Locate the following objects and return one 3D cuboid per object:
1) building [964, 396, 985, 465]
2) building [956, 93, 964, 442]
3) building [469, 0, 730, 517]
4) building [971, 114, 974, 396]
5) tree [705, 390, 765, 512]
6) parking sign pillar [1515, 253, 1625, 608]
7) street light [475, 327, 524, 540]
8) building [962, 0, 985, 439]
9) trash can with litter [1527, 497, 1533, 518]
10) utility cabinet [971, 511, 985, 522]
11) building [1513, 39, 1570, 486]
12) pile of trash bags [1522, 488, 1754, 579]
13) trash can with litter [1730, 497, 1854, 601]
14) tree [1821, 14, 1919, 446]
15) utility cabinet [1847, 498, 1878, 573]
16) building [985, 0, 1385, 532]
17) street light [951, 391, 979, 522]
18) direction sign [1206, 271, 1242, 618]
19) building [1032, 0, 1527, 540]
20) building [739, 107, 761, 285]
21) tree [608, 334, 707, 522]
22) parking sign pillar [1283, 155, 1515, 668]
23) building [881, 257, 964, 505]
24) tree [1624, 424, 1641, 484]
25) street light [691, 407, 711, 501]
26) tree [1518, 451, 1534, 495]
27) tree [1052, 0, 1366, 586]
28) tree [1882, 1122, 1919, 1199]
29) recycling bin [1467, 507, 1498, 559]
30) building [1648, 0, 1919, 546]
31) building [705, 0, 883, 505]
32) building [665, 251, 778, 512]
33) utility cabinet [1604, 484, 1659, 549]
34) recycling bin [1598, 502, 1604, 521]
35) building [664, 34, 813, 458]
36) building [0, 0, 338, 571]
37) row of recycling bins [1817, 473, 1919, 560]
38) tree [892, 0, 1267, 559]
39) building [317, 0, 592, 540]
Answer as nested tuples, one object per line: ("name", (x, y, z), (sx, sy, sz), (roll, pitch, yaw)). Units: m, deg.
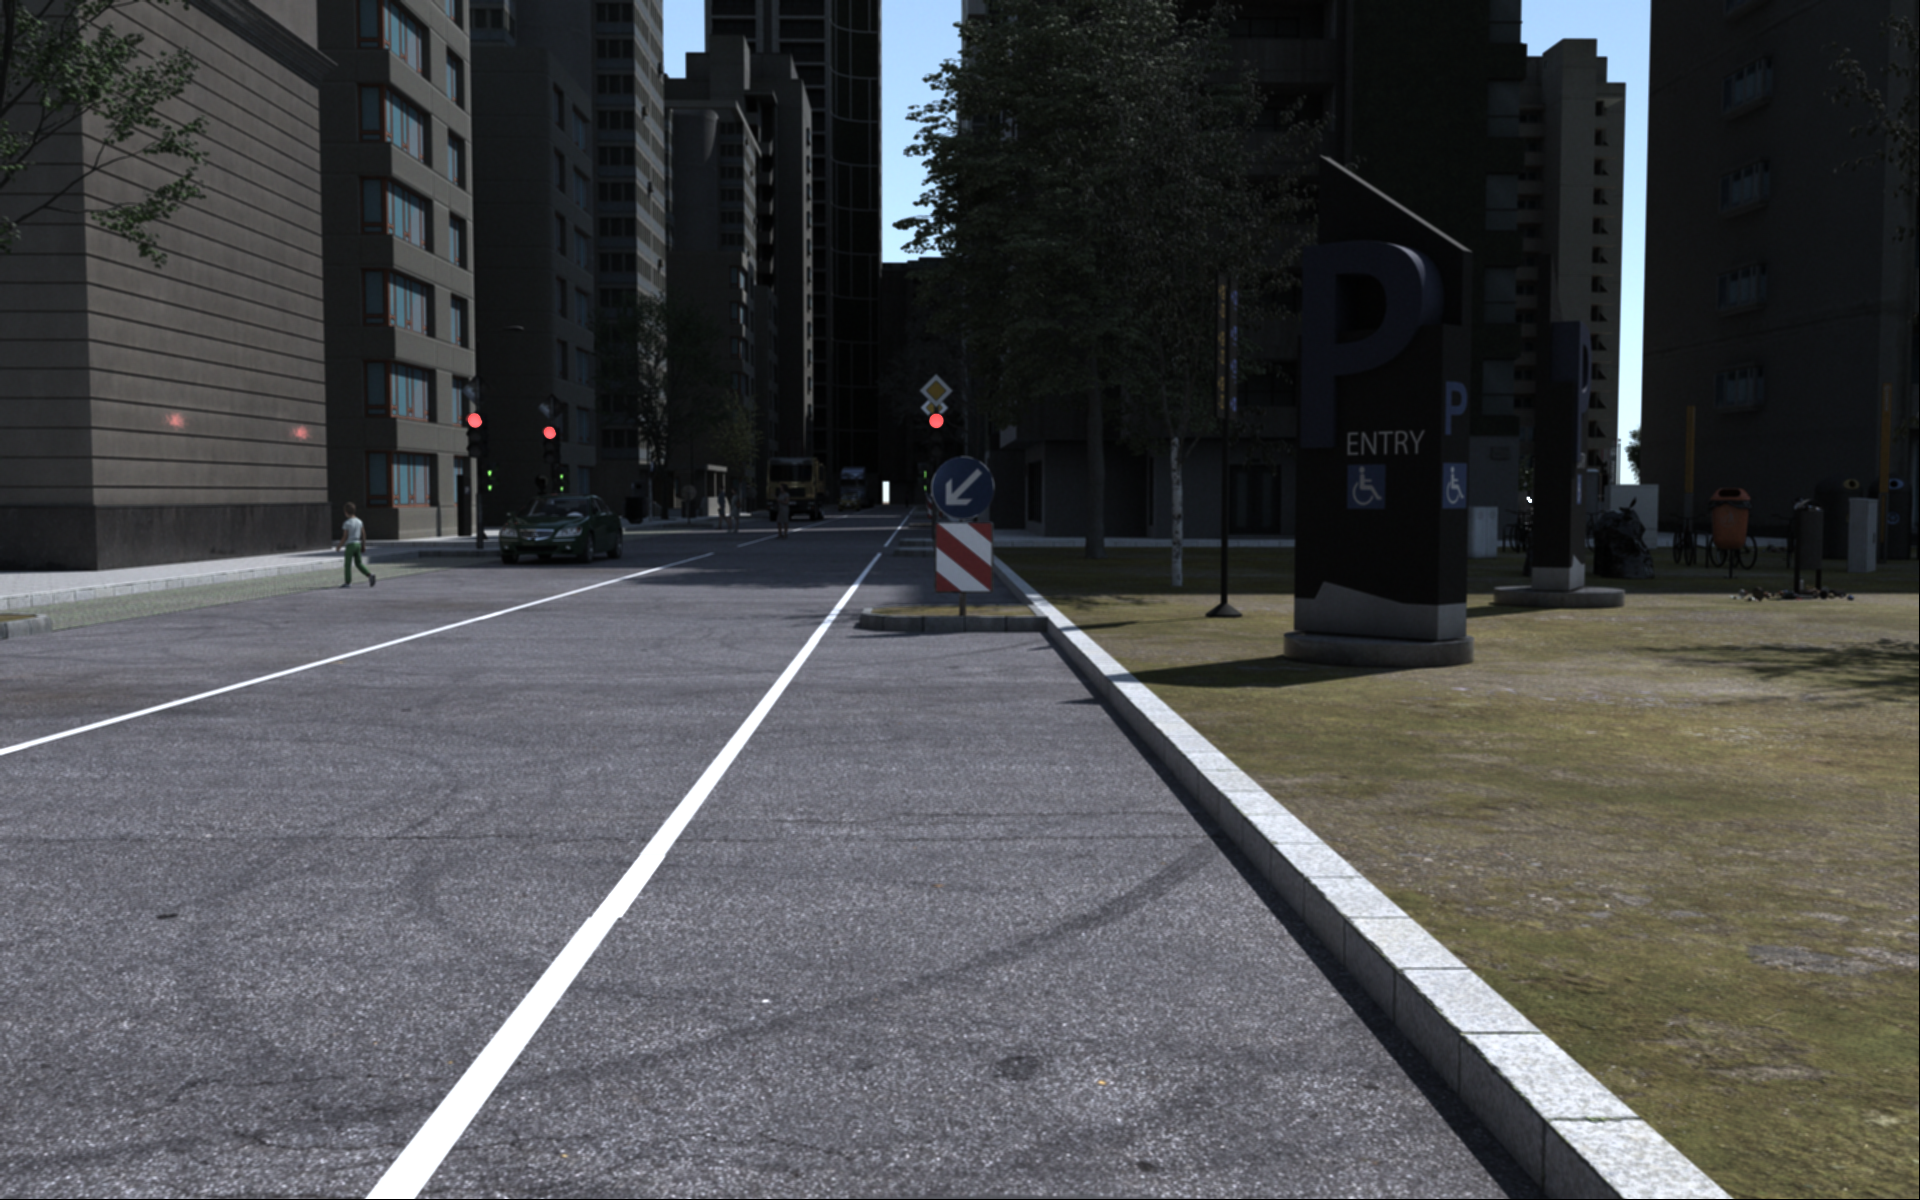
("building", (11.742, -48.554, 106.533), (22.319, 86.520, 31.000), (0, 4, -1))
("building", (10.765, -34.532, 184.210), (23.786, 49.044, 30.456), (0, 4, -1))
("building", (-30.867, -25.188, 103.700), (32.217, 40.220, 23.993), (0, 4, -1))
("building", (7.783, -22.203, 134.727), (14.160, 30.474, 14.107), (0, 4, -1))
("tree", (-15.368, -10.387, 120.194), (4.737, 8.622, 4.395), (0, 3, 0))
("parking sign pillar", (6.957, -1.929, 20.015), (1.447, 3.967, 1.447), (2, 4, 27))
("street light", (-12.795, -4.624, 48.149), (1.470, 5.913, 1.316), (0, 4, -1))
("building", (13.807, -34.599, 154.935), (28.713, 52.752, 27.495), (0, 4, -1))
("trash can with litter", (26.801, -4.298, 81.660), (0.624, 1.170, 1.055), (0, 4, -1))
("utility cabinet", (0.982, -4.282, 81.171), (1.020, 1.237, 0.306), (3, 5, 41))
("building", (60.282, -34.618, 189.704), (21.600, 48.544, 21.300), (0, 4, -1))
("pile of trash bags", (10.421, -1.047, 26.878), (3.447, 1.369, 1.912), (2, 4, 31))
("trash can with litter", (10.233, -0.640, 21.525), (2.233, 1.210, 1.678), (-2, 4, -35))
("tree", (10.026, -3.964, 15.175), (4.360, 8.622, 3.978), (0, 3, 0))
("utility cabinet", (14.881, -1.063, 28.539), (0.306, 1.237, 1.020), (3, 4, 36))
("building", (7.955, -18.201, 69.292), (14.160, 30.474, 14.107), (0, 4, -1))
("street light", (0.186, -6.478, 78.456), (1.470, 5.913, 1.316), (0, 4, -1))
("direction sign", (2.770, -1.595, 18.069), (0.379, 3.537, 0.876), (1, 4, 22))
("building", (8.416, -17.256, 53.833), (14.107, 30.474, 14.160), (0, 4, -1))
("building", (-32.100, -28.843, 163.470), (32.217, 40.220, 23.993), (0, 4, -1))
("tree", (-14.079, -7.922, 79.889), (4.360, 8.622, 3.978), (0, 3, 0))
("parking sign pillar", (3.255, -1.523, 13.380), (1.447, 3.967, 1.447), (-3, 5, -44))
("building", (-2.747, -27.057, 214.077), (14.107, 30.474, 14.160), (0, 4, -1))
("tree", (28.498, -5.274, 69.950), (4.285, 4.588, 4.351), (0, 3, 0))
("street light", (-13.737, -7.321, 92.240), (1.470, 5.913, 1.316), (0, 4, -1))
("tree", (22.012, -4.540, 68.826), (1.663, 3.219, 1.824), (0, 3, 0))
("tree", (3.085, -4.483, 23.664), (4.360, 8.622, 3.978), (0, 3, 0))
("tree", (2.331, -4.705, 2.690), (9.928, 11.665, 9.643), (0, 3, 0))
("recycling bin", (10.236, -1.349, 34.618), (0.722, 1.027, 0.722), (-2, 4, -33))
("building", (34.244, -26.367, 54.803), (21.600, 48.544, 21.300), (0, 4, -1))
("building", (-20.154, -47.510, 215.032), (20.611, 71.187, 20.563), (0, 4, -1))
("building", (-29.595, -17.899, 137.689), (27.650, 21.520, 28.899), (0, 4, -1))
("utility cabinet", (15.418, -1.906, 39.834), (1.173, 1.500, 0.318), (0, 4, -7))
("recycling bin", (21.669, -2.787, 58.114), (0.722, 1.027, 0.722), (0, 4, 5))
("building", (-27.228, -34.519, 188.083), (21.600, 48.544, 21.300), (0, 4, -1))
("building", (-26.593, -14.451, 33.541), (25.104, 27.353, 12.463), (0, 4, -1))
("row of recycling bins", (18.629, -1.634, 33.835), (3.534, 1.692, 1.069), (1, 4, 20))
("tree", (2.289, -7.102, 34.245), (7.486, 12.596, 7.792), (0, 3, 0))
("building", (-29.676, -13.240, 61.514), (27.650, 21.520, 28.899), (0, 4, -1))
